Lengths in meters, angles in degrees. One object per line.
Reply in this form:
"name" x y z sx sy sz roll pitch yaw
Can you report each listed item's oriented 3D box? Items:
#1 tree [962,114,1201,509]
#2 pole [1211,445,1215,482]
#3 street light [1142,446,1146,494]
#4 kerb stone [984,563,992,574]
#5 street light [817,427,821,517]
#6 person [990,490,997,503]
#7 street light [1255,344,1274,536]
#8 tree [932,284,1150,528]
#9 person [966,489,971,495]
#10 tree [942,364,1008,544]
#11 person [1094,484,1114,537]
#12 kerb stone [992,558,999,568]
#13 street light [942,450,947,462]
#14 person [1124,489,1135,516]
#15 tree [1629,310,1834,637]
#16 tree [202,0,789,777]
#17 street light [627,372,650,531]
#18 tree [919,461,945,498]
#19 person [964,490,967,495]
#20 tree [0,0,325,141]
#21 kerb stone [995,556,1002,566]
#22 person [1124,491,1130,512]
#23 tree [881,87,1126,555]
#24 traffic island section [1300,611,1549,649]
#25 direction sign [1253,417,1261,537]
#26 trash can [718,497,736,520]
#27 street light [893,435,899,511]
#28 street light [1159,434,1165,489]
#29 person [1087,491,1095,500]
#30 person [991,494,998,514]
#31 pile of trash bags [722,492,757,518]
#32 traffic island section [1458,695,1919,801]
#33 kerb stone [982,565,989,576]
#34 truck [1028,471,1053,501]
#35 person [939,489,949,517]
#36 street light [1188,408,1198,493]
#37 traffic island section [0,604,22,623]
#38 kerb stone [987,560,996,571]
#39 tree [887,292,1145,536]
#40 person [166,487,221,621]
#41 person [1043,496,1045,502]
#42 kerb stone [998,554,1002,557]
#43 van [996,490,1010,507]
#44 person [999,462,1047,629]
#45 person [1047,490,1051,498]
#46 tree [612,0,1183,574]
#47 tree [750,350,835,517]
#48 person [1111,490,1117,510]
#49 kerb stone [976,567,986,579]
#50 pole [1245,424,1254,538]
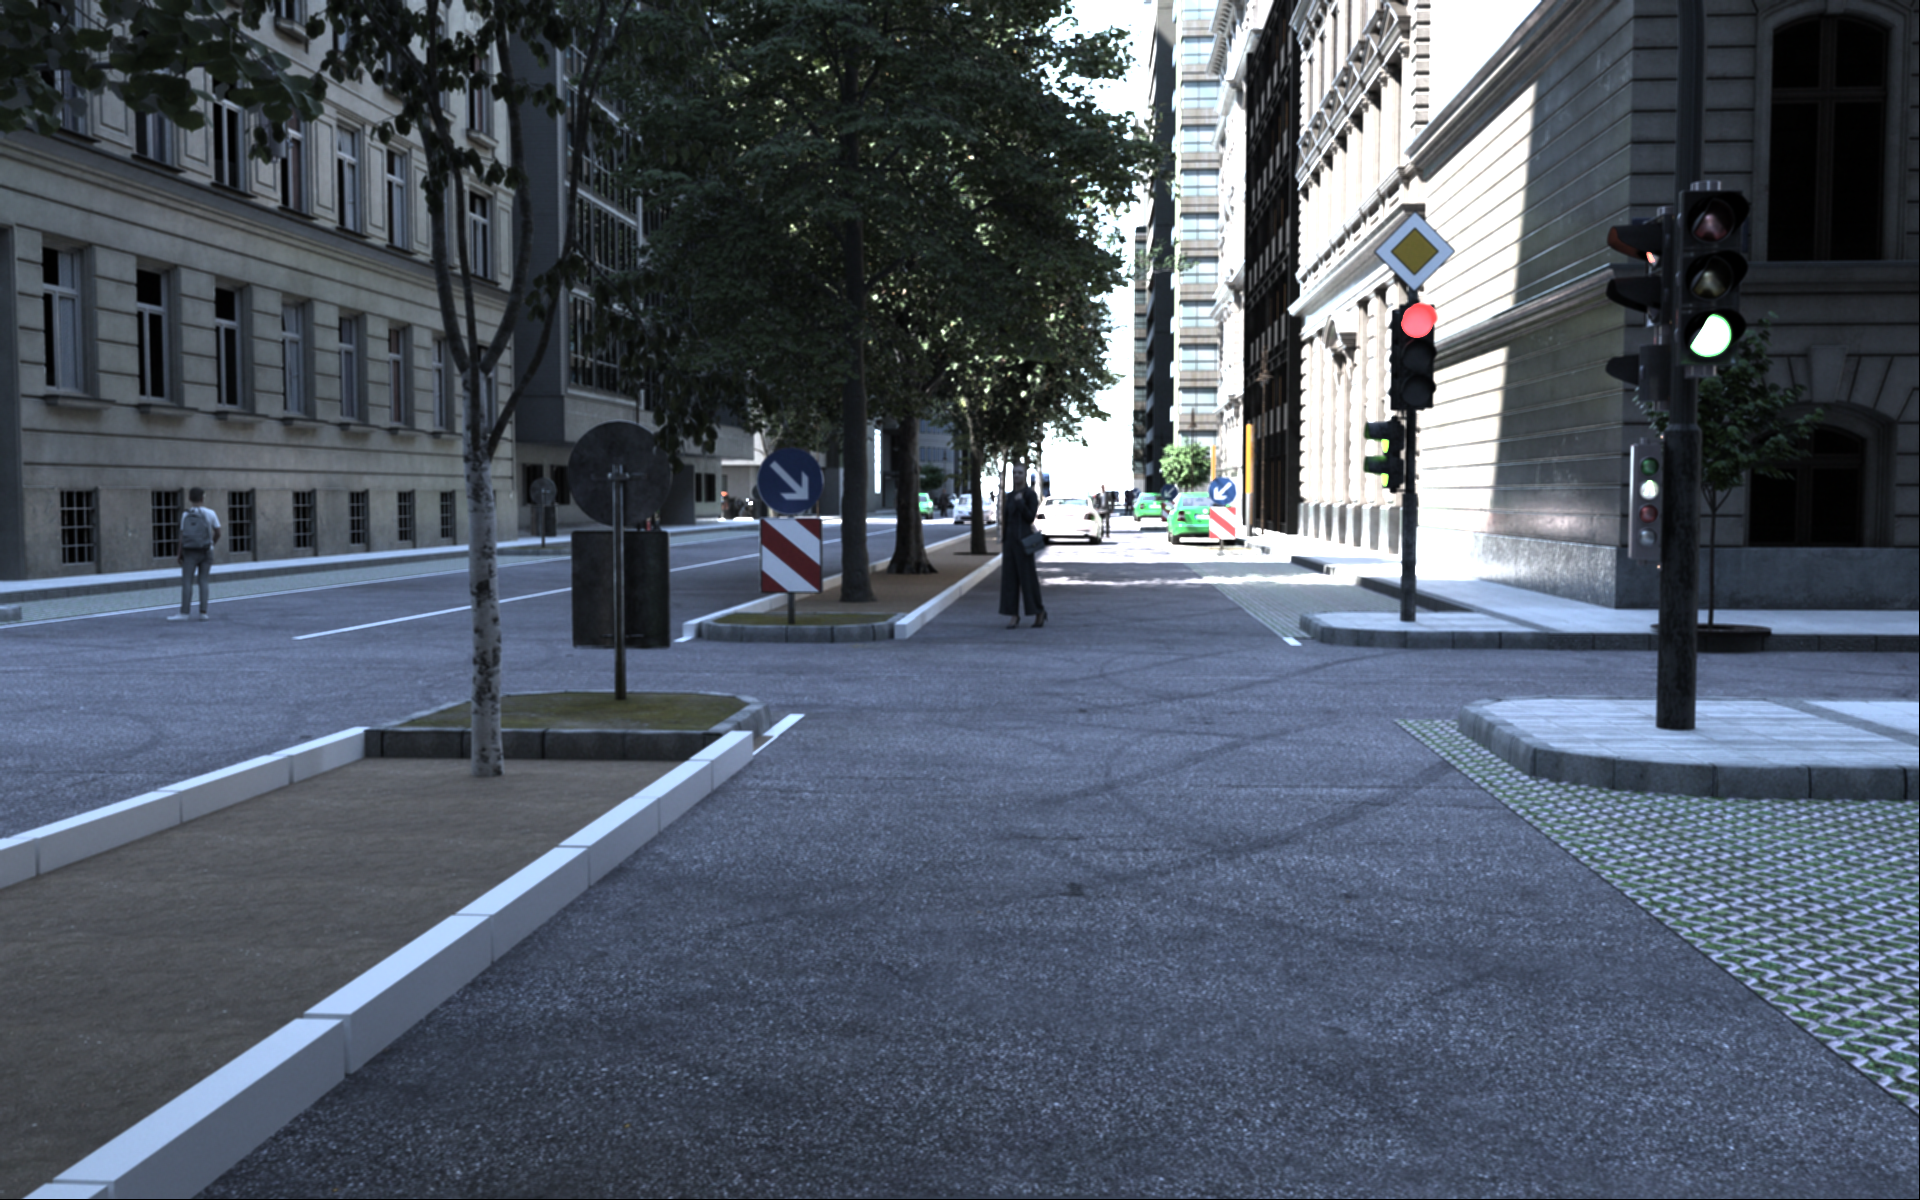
"tree" 5.139 -13.908 85.745 12.611 20.169 13.585 0 3 0
"pole" 10.601 -4.812 72.518 0.158 3.312 0.155 0 3 0
"street light" 17.858 -11.922 167.706 0.468 5.910 1.993 0 4 4
"kerb stone" 0.445 -0.518 30.877 0.120 0.150 1.000 0 4 4
"street light" -7.824 -7.494 95.311 0.468 5.910 1.993 0 4 4
"person" 2.725 -7.863 137.776 0.721 1.736 1.217 -2 4 -29
"street light" 9.369 -4.934 53.452 0.468 5.910 1.993 0 4 4
"tree" 2.741 -9.783 72.772 12.009 13.543 11.850 0 3 0
"person" 0.769 -8.119 141.332 1.350 1.814 0.705 -2 4 -34
"tree" 1.097 -5.899 49.262 4.737 8.622 4.395 0 3 0
"person" 4.723 -2.932 56.837 0.661 1.777 0.834 0 4 -1
"kerb stone" 0.607 -0.655 32.926 0.120 0.150 1.000 0 4 4
"street light" -1.554 -12.565 178.220 0.468 5.910 1.993 0 4 4
"person" 11.048 -6.371 113.118 0.683 1.767 0.568 0 4 -2
"tree" 7.076 -1.302 15.896 1.663 3.219 1.824 0 3 0
"tree" -2.401 -3.393 8.292 4.360 8.622 3.978 0 3 0
"street light" -10.697 -5.182 57.506 0.468 5.910 1.993 0 4 4
"tree" -3.031 -11.386 169.869 4.285 4.588 4.351 0 3 0
"person" 0.620 -8.406 146.653 0.721 1.743 1.217 1 4 18
"tree" -2.686 -4.990 2.165 7.486 12.596 7.792 0 3 0
"kerb stone" 0.679 -0.716 33.945 0.120 0.150 1.000 0 4 4
"person" 13.590 -7.962 139.508 0.721 1.723 1.217 -2 4 -35
"tree" 0.332 -6.872 40.563 9.928 11.665 9.643 0 3 0
"traffic island section" 4.545 0.293 17.490 2.009 0.180 2.903 0 4 4
"direction sign" 8.785 -3.640 51.512 0.379 3.537 0.876 1 4 15
"trash can" -11.412 -4.525 85.631 0.748 1.137 0.748 0 3 0
"street light" -4.923 -9.847 133.778 0.468 5.910 1.993 0 4 4
"street light" 15.097 -9.596 129.686 0.468 5.910 1.993 0 4 4
"person" 11.080 -8.540 148.843 1.217 1.735 0.721 -2 4 -28
"person" 2.794 -7.006 123.763 1.217 1.743 0.721 1 4 11
"pile of trash bags" -11.908 -5.074 92.704 1.912 1.369 3.447 1 4 22
"traffic island section" 3.943 0.780 9.528 2.009 0.180 2.903 0 4 4
"kerb stone" 0.371 -0.469 29.857 0.120 0.150 1.000 0 4 4
"truck" 9.745 -13.234 206.135 2.967 4.110 18.799 0 4 4
"person" -0.978 -6.151 109.625 0.434 1.755 0.990 -3 4 -37
"street light" 12.277 -7.258 91.461 0.468 5.910 1.993 0 4 4
"traffic island section" -11.650 0.218 18.715 2.009 0.180 2.903 0 4 4
"kerb stone" 0.528 -0.594 31.900 0.120 0.150 1.000 0 4 4
"tree" 1.291 -7.253 55.463 8.767 10.594 7.601 0 4 4
"person" -8.671 -0.521 19.617 0.523 1.515 0.503 1 4 14
"person" 4.533 -5.599 100.056 0.705 1.823 1.348 -3 4 -36
"kerb stone" 0.762 -0.778 34.964 0.120 0.150 1.000 0 4 4
"van" 4.847 -11.233 190.676 2.013 2.044 4.112 0 4 3
"person" 0.652 -0.589 18.557 0.576 1.772 0.534 2 4 29
"person" 6.471 -7.128 125.955 0.530 1.710 0.541 0 4 -4
"tree" -0.913 -6.806 30.745 9.611 12.733 9.660 0 3 0
"tree" -9.718 -9.404 88.174 8.767 10.594 7.601 -3 5 -43
"person" 13.505 -8.793 152.276 0.705 1.822 1.348 -1 4 -16
"kerb stone" 0.295 -0.404 28.838 0.120 0.150 1.000 0 4 4
"pole" 8.508 -3.488 50.865 0.158 3.312 0.155 0 3 0
